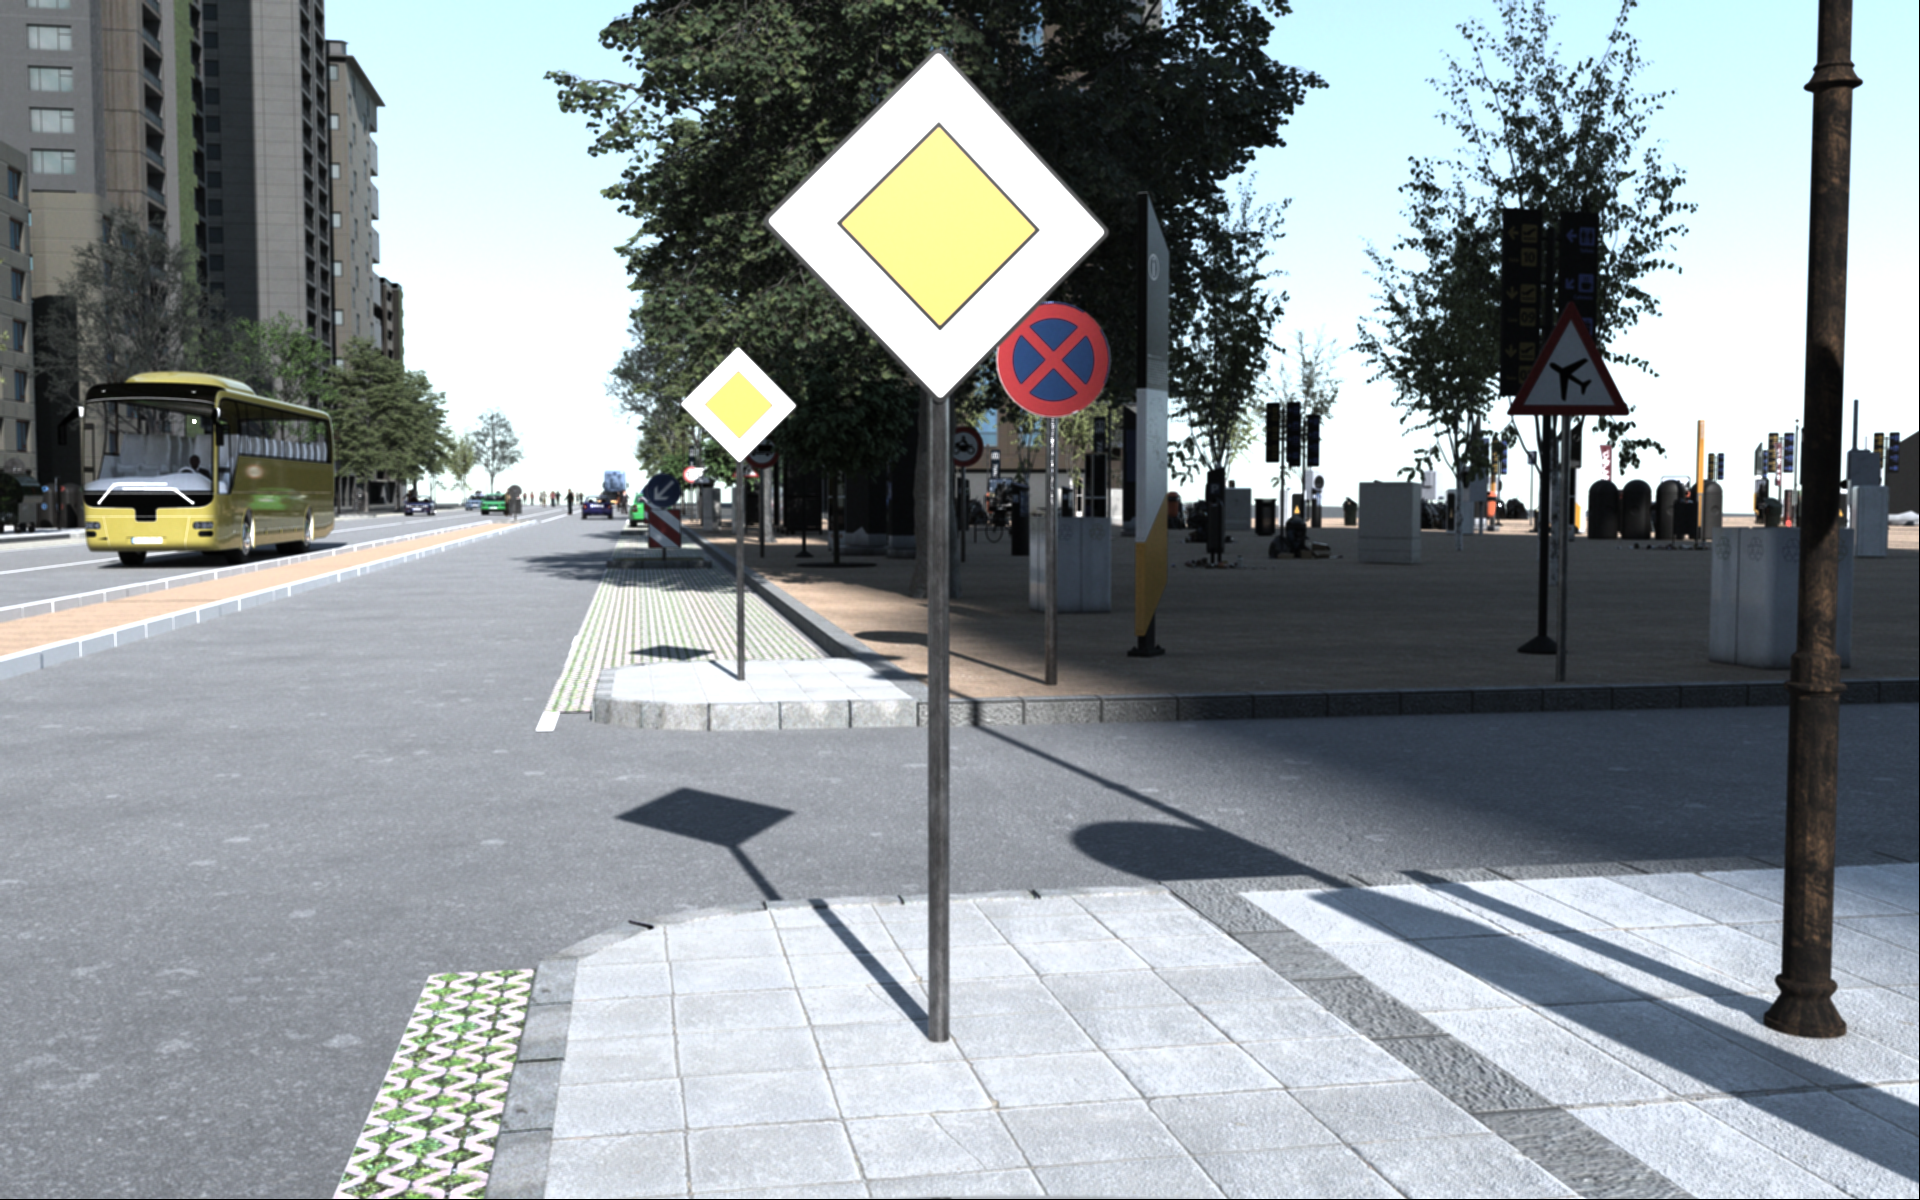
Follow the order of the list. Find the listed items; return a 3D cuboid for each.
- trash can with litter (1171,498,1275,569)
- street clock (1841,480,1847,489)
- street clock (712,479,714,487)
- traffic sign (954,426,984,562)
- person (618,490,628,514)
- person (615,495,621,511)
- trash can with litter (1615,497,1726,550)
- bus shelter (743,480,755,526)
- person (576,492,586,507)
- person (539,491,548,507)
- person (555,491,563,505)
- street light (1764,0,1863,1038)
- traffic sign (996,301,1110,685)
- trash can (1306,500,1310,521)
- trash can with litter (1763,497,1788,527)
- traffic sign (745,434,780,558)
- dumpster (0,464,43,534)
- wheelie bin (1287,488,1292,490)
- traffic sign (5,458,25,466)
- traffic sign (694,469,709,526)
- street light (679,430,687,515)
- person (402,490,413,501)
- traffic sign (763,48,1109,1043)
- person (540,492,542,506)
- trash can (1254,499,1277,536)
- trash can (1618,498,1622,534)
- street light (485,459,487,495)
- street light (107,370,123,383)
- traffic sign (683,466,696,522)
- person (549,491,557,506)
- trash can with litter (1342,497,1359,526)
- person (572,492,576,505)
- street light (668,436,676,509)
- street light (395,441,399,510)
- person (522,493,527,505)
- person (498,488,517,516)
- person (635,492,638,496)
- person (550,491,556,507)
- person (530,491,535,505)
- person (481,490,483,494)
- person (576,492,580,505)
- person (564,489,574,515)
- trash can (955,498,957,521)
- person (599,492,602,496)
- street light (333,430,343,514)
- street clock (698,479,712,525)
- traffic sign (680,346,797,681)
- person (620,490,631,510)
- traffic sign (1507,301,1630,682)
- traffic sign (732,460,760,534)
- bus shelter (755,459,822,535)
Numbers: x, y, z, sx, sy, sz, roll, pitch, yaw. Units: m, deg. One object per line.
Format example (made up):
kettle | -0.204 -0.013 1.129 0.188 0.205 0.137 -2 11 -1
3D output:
trash can with litter | 4.543 -1.197 30.631 1.678 1.210 2.233 0 4 -5
street clock | 44.920 -5.095 87.873 0.358 2.002 0.471 -3 5 -43
street clock | -11.281 -4.488 77.943 0.471 2.002 0.358 3 5 44
traffic sign | 0.061 -1.984 32.552 0.768 2.556 0.104 0 4 -4
person | -24.115 -7.014 123.976 0.445 1.727 0.742 3 4 38
person | -28.599 -8.162 145.210 1.065 1.426 0.557 3 5 40
trash can with litter | 16.512 -1.795 40.409 2.233 1.210 1.678 2 4 27
bus shelter | -8.501 -5.836 73.043 2.179 5.291 8.768 -1 4 -11
person | -42.932 -11.438 196.338 1.217 1.723 0.721 -1 4 -23
person | -45.370 -11.034 188.903 1.348 1.824 0.705 2 4 28
person | -50.973 -12.929 219.514 1.348 1.869 0.705 0 4 -4
street light | 2.033 -1.908 3.989 0.468 5.910 1.993 -1 4 -10
traffic sign | 0.613 -0.701 11.568 0.768 2.556 0.104 0 4 -7
trash can | 16.129 -4.262 81.330 0.748 1.137 0.748 0 3 0
trash can with litter | 26.572 -2.742 56.221 0.624 1.170 1.055 -1 4 -9
traffic sign | -4.000 -2.132 34.966 0.768 2.556 0.104 -1 4 -9
dumpster | -31.090 -3.310 56.605 1.502 2.255 1.985 -1 4 -10
wheelie bin | 16.125 -4.715 85.005 0.693 1.594 0.980 2 4 25
traffic sign | -33.442 -3.742 61.288 0.768 2.556 0.104 0 4 -1
traffic sign | -10.232 -4.071 68.695 0.606 2.300 0.079 0 4 -5
street light | -16.892 -8.137 105.827 0.468 5.910 1.993 -1 4 -10
person | -40.907 -7.327 128.811 1.217 1.766 0.721 -3 5 -42
traffic sign | -0.053 -0.022 4.009 0.795 2.450 0.064 -1 4 -10
person | -51.367 -12.392 211.904 0.721 1.735 1.217 -1 4 -18
trash can | 9.403 -2.550 53.348 0.748 1.137 0.748 0 3 0
trash can | 21.486 -2.696 55.739 0.748 1.137 0.748 0 3 0
street light | -60.354 -15.165 220.737 0.468 5.910 1.993 -1 4 -10
street light | -31.333 -5.603 64.399 0.468 5.910 1.993 -1 4 -10
traffic sign | -12.260 -4.833 79.127 0.768 2.556 0.104 0 4 -6
person | -49.413 -12.330 210.038 0.705 1.831 1.348 2 4 34
trash can with litter | 16.015 -3.585 69.995 1.055 1.170 0.624 0 4 3
person | -49.221 -12.892 220.001 1.217 1.736 0.721 0 4 5
street light | -22.025 -9.825 133.419 0.468 5.910 1.993 -1 4 -10
street light | -45.407 -10.218 139.859 0.468 5.910 1.993 -1 4 -10
person | -54.993 -12.761 218.617 0.593 1.643 0.415 -3 4 -39
person | -29.537 -6.401 113.250 1.348 1.812 0.705 0 4 5
person | -44.202 -13.952 237.328 0.721 1.736 1.217 1 4 15
person | -46.033 -11.418 195.898 0.721 1.743 1.217 1 4 19
person | -55.917 -13.335 226.470 0.705 1.831 1.348 0 4 6
person | -53.231 -11.288 192.924 0.709 1.838 0.599 1 4 15
person | -52.503 -13.992 238.048 0.721 1.735 1.217 1 4 10
person | -27.371 -6.902 121.365 0.705 1.821 1.348 -3 5 -40
trash can | -0.315 -3.440 67.893 0.748 1.137 0.748 0 3 0
person | -45.746 -12.914 220.566 0.530 1.710 0.541 0 4 -8
street light | -40.288 -8.525 112.177 0.468 5.910 1.993 -1 4 -10
street clock | -10.819 -4.183 72.963 0.471 2.002 0.358 -1 4 -14
traffic sign | -1.510 -0.503 11.861 0.795 2.450 0.064 -1 4 -10
person | -30.244 -8.997 155.623 1.348 1.821 0.705 -2 4 -25
traffic sign | 4.118 -0.721 11.799 0.884 2.594 0.081 -1 4 -9
traffic sign | -6.812 -3.366 55.045 0.884 2.594 0.081 0 4 -6
bus shelter | -5.426 -4.930 58.234 2.179 5.291 8.768 -1 4 -11
